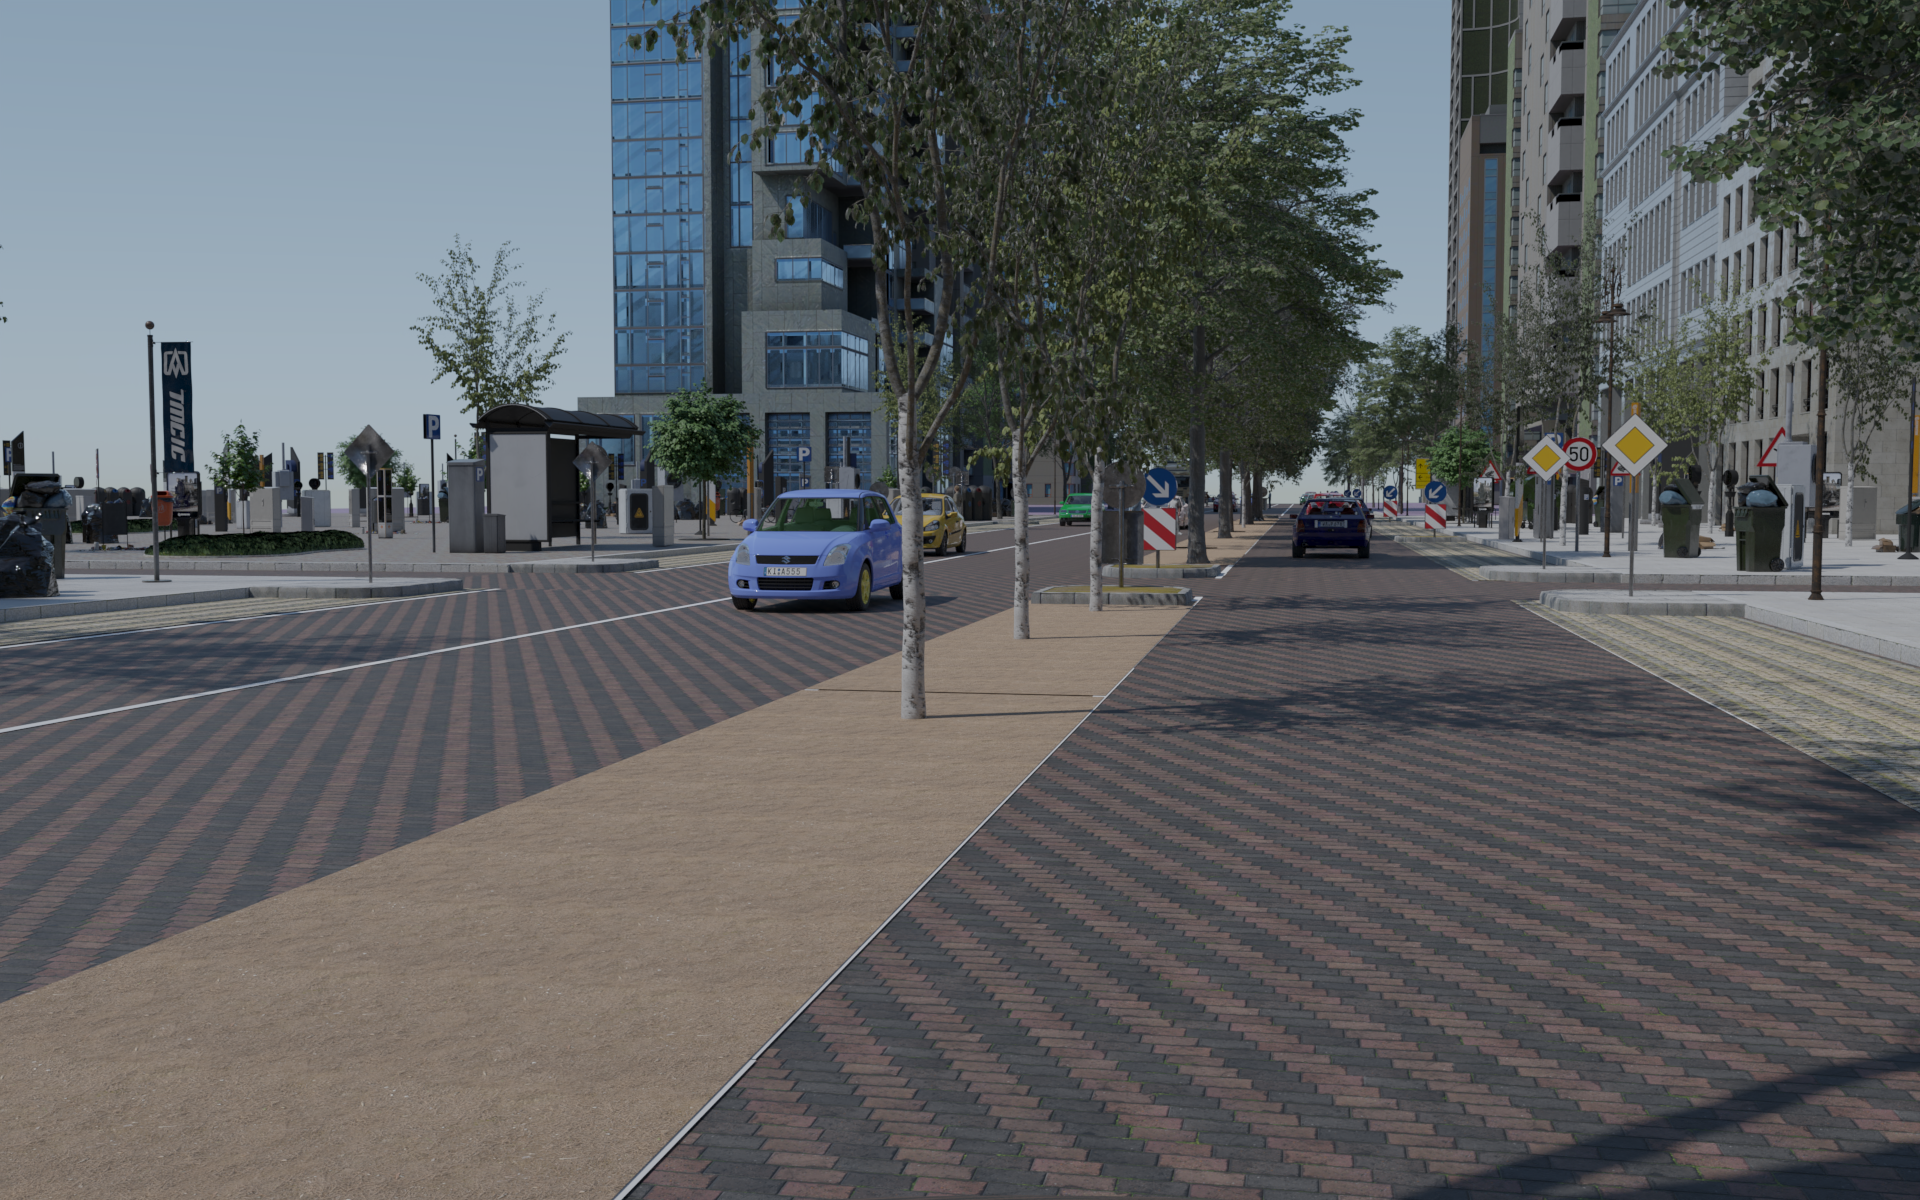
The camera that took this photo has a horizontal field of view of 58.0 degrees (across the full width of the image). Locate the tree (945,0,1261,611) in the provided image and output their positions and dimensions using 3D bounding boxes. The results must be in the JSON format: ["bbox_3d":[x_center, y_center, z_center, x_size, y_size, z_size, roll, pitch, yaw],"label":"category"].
[{"bbox_3d":[1.662,-4.173,21.049,4.737,8.622,4.395,0,3,0],"label":"tree"}]

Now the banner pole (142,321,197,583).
[{"bbox_3d":[-11.473,-2.145,25.096,0.863,3.779,0.401,0,4,7],"label":"banner pole"}]

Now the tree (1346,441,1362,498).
[{"bbox_3d":[43.543,-14.369,185.298,4.737,8.622,4.395,0,3,0],"label":"tree"}]

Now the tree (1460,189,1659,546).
[{"bbox_3d":[15.040,-5.659,42.888,4.360,8.622,3.978,0,3,0],"label":"tree"}]

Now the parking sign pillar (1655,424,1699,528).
[{"bbox_3d":[27.415,-4.740,65.965,1.447,3.967,1.447,1,4,23],"label":"parking sign pillar"}]

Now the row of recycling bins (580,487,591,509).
[{"bbox_3d":[-20.071,-5.218,92.427,1.069,1.692,3.534,0,4,-1],"label":"row of recycling bins"}]

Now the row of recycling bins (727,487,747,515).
[{"bbox_3d":[-13.200,-6.081,106.534,1.069,1.692,3.534,1,4,23],"label":"row of recycling bins"}]

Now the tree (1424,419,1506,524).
[{"bbox_3d":[21.863,-5.577,74.898,4.285,4.588,4.351,0,3,0],"label":"tree"}]

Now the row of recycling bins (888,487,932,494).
[{"bbox_3d":[-2.967,-5.594,98.569,3.534,1.692,1.069,3,5,40],"label":"row of recycling bins"}]

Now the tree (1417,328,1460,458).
[{"bbox_3d":[30.012,-12.100,115.964,7.486,12.596,7.792,0,3,0],"label":"tree"}]

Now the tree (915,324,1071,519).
[{"bbox_3d":[1.921,-9.448,88.883,8.767,10.594,7.601,-2,4,-25],"label":"tree"}]

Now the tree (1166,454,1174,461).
[{"bbox_3d":[23.060,-21.057,200.165,12.611,20.169,13.585,0,3,0],"label":"tree"}]

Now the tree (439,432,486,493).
[{"bbox_3d":[-15.096,-3.628,53.927,1.663,3.219,1.824,0,3,0],"label":"tree"}]

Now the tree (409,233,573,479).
[{"bbox_3d":[-13.562,-6.083,49.815,4.737,8.622,4.395,0,3,0],"label":"tree"}]

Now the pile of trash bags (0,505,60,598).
[{"bbox_3d":[-13.120,-0.727,21.635,3.447,1.369,1.912,-1,4,-19],"label":"pile of trash bags"}]

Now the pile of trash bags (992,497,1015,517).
[{"bbox_3d":[1.553,-5.385,97.789,3.447,1.369,1.912,-1,4,-9],"label":"pile of trash bags"}]

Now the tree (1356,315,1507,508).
[{"bbox_3d":[24.869,-9.523,90.116,7.601,10.594,8.767,1,4,10],"label":"tree"}]

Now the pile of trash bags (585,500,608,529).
[{"bbox_3d":[-14.854,-3.376,64.958,3.447,1.369,1.912,0,4,2],"label":"pile of trash bags"}]

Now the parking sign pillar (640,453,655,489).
[{"bbox_3d":[-17.443,-6.616,96.648,1.447,3.967,1.447,1,4,9],"label":"parking sign pillar"}]

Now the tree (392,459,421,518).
[{"bbox_3d":[-30.358,-6.150,95.153,1.663,3.219,1.824,0,3,0],"label":"tree"}]

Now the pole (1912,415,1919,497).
[{"bbox_3d":[24.716,-3.117,44.811,0.158,3.312,0.155,0,3,0],"label":"pole"}]

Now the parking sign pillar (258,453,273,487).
[{"bbox_3d":[-44.880,-7.519,111.406,1.447,3.967,1.447,-1,4,-19],"label":"parking sign pillar"}]

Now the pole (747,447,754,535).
[{"bbox_3d":[-6.497,-3.662,53.725,0.158,3.312,0.155,0,3,0],"label":"pole"}]

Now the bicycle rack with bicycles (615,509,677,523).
[{"bbox_3d":[-14.024,-3.942,77.827,2.925,0.926,2.852,-1,4,-22],"label":"bicycle rack with bicycles"}]

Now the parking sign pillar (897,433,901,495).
[{"bbox_3d":[-2.401,-5.412,76.954,1.447,3.967,1.447,1,4,16],"label":"parking sign pillar"}]

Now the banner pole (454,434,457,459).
[{"bbox_3d":[-21.161,-5.059,72.736,0.401,3.779,0.863,-1,4,-17],"label":"banner pole"}]

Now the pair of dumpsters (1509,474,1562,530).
[{"bbox_3d":[21.336,-3.771,64.146,1.574,2.255,4.437,1,4,11],"label":"pair of dumpsters"}]

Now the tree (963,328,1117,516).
[{"bbox_3d":[3.807,-10.791,102.194,9.928,11.665,9.643,0,3,0],"label":"tree"}]

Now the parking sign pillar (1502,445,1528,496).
[{"bbox_3d":[30.762,-6.577,96.000,1.447,3.967,1.447,3,4,37],"label":"parking sign pillar"}]

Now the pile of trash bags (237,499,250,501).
[{"bbox_3d":[-41.330,-5.562,100.686,3.447,1.369,1.912,-2,4,-30],"label":"pile of trash bags"}]

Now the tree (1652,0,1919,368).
[{"bbox_3d":[9.413,-6.467,12.395,9.857,13.997,8.962,0,3,0],"label":"tree"}]

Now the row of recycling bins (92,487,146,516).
[{"bbox_3d":[-48.631,-5.680,99.975,1.069,1.692,3.534,1,4,23],"label":"row of recycling bins"}]

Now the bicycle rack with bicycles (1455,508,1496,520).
[{"bbox_3d":[25.402,-4.495,86.879,2.925,0.926,2.852,-1,4,-11],"label":"bicycle rack with bicycles"}]

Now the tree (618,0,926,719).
[{"bbox_3d":[-0.325,-3.529,10.516,4.360,8.622,3.978,0,3,0],"label":"tree"}]

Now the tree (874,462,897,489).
[{"bbox_3d":[-4.390,-6.703,104.195,1.663,3.219,1.824,0,3,0],"label":"tree"}]

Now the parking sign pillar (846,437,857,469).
[{"bbox_3d":[-5.214,-5.757,82.607,1.447,3.967,1.447,0,4,-7],"label":"parking sign pillar"}]

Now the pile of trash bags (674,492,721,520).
[{"bbox_3d":[-13.256,-4.712,86.787,1.912,1.369,3.447,2,4,35],"label":"pile of trash bags"}]

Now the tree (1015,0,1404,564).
[{"bbox_3d":[4.873,-6.976,34.649,7.486,12.596,7.792,0,3,0],"label":"tree"}]

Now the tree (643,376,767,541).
[{"bbox_3d":[-7.113,-3.945,48.215,4.285,4.588,4.351,0,3,0],"label":"tree"}]

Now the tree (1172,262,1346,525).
[{"bbox_3d":[13.423,-10.492,80.654,9.857,13.997,8.962,0,3,0],"label":"tree"}]

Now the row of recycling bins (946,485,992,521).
[{"bbox_3d":[0.395,-4.627,82.763,1.069,1.692,3.534,2,4,31],"label":"row of recycling bins"}]

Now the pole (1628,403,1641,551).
[{"bbox_3d":[15.102,-2.748,38.780,0.158,3.312,0.155,0,3,0],"label":"pole"}]

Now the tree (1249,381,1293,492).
[{"bbox_3d":[11.961,-7.333,72.712,4.360,8.622,3.978,0,3,0],"label":"tree"}]

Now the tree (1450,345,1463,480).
[{"bbox_3d":[18.141,-6.539,57.271,4.360,8.622,3.978,0,3,0],"label":"tree"}]

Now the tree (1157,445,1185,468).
[{"bbox_3d":[29.561,-18.078,229.991,8.767,10.594,7.601,3,5,40],"label":"tree"}]

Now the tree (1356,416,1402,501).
[{"bbox_3d":[35.731,-12.016,146.826,4.360,8.622,3.978,0,3,0],"label":"tree"}]

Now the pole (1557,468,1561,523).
[{"bbox_3d":[24.392,-4.692,70.549,0.158,3.312,0.155,0,3,0],"label":"pole"}]

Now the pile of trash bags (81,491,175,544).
[{"bbox_3d":[-22.397,-2.177,45.348,3.447,1.369,1.912,-1,4,-15],"label":"pile of trash bags"}]

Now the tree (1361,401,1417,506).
[{"bbox_3d":[33.938,-11.252,134.327,4.737,8.622,4.395,0,3,0],"label":"tree"}]

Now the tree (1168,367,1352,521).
[{"bbox_3d":[15.610,-10.488,90.950,9.611,12.733,9.660,0,3,0],"label":"tree"}]

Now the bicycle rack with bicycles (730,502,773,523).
[{"bbox_3d":[-8.742,-3.869,76.642,2.925,0.926,2.852,0,4,0],"label":"bicycle rack with bicycles"}]

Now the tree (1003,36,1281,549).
[{"bbox_3d":[6.124,-8.086,45.038,12.009,13.543,11.850,0,3,0],"label":"tree"}]

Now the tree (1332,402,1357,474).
[{"bbox_3d":[38.911,-13.941,162.345,8.767,10.594,7.601,1,4,20],"label":"tree"}]

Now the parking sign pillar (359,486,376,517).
[{"bbox_3d":[-33.566,-6.722,98.371,1.447,3.967,1.447,-1,4,-9],"label":"parking sign pillar"}]

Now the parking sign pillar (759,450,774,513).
[{"bbox_3d":[-11.716,-7.100,104.555,1.447,3.967,1.447,1,4,21],"label":"parking sign pillar"}]

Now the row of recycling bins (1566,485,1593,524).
[{"bbox_3d":[26.739,-4.226,76.215,1.069,1.692,3.534,0,4,-6],"label":"row of recycling bins"}]

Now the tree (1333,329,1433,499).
[{"bbox_3d":[47.518,-20.964,198.656,12.611,20.169,13.585,0,3,0],"label":"tree"}]

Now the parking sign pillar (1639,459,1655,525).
[{"bbox_3d":[29.571,-5.187,73.283,1.447,3.967,1.447,3,4,38],"label":"parking sign pillar"}]

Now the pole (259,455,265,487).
[{"bbox_3d":[-36.108,-5.859,89.644,0.158,3.312,0.155,0,3,0],"label":"pole"}]

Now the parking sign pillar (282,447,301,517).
[{"bbox_3d":[-37.846,-6.719,98.330,1.447,3.967,1.447,-3,4,-38],"label":"parking sign pillar"}]
